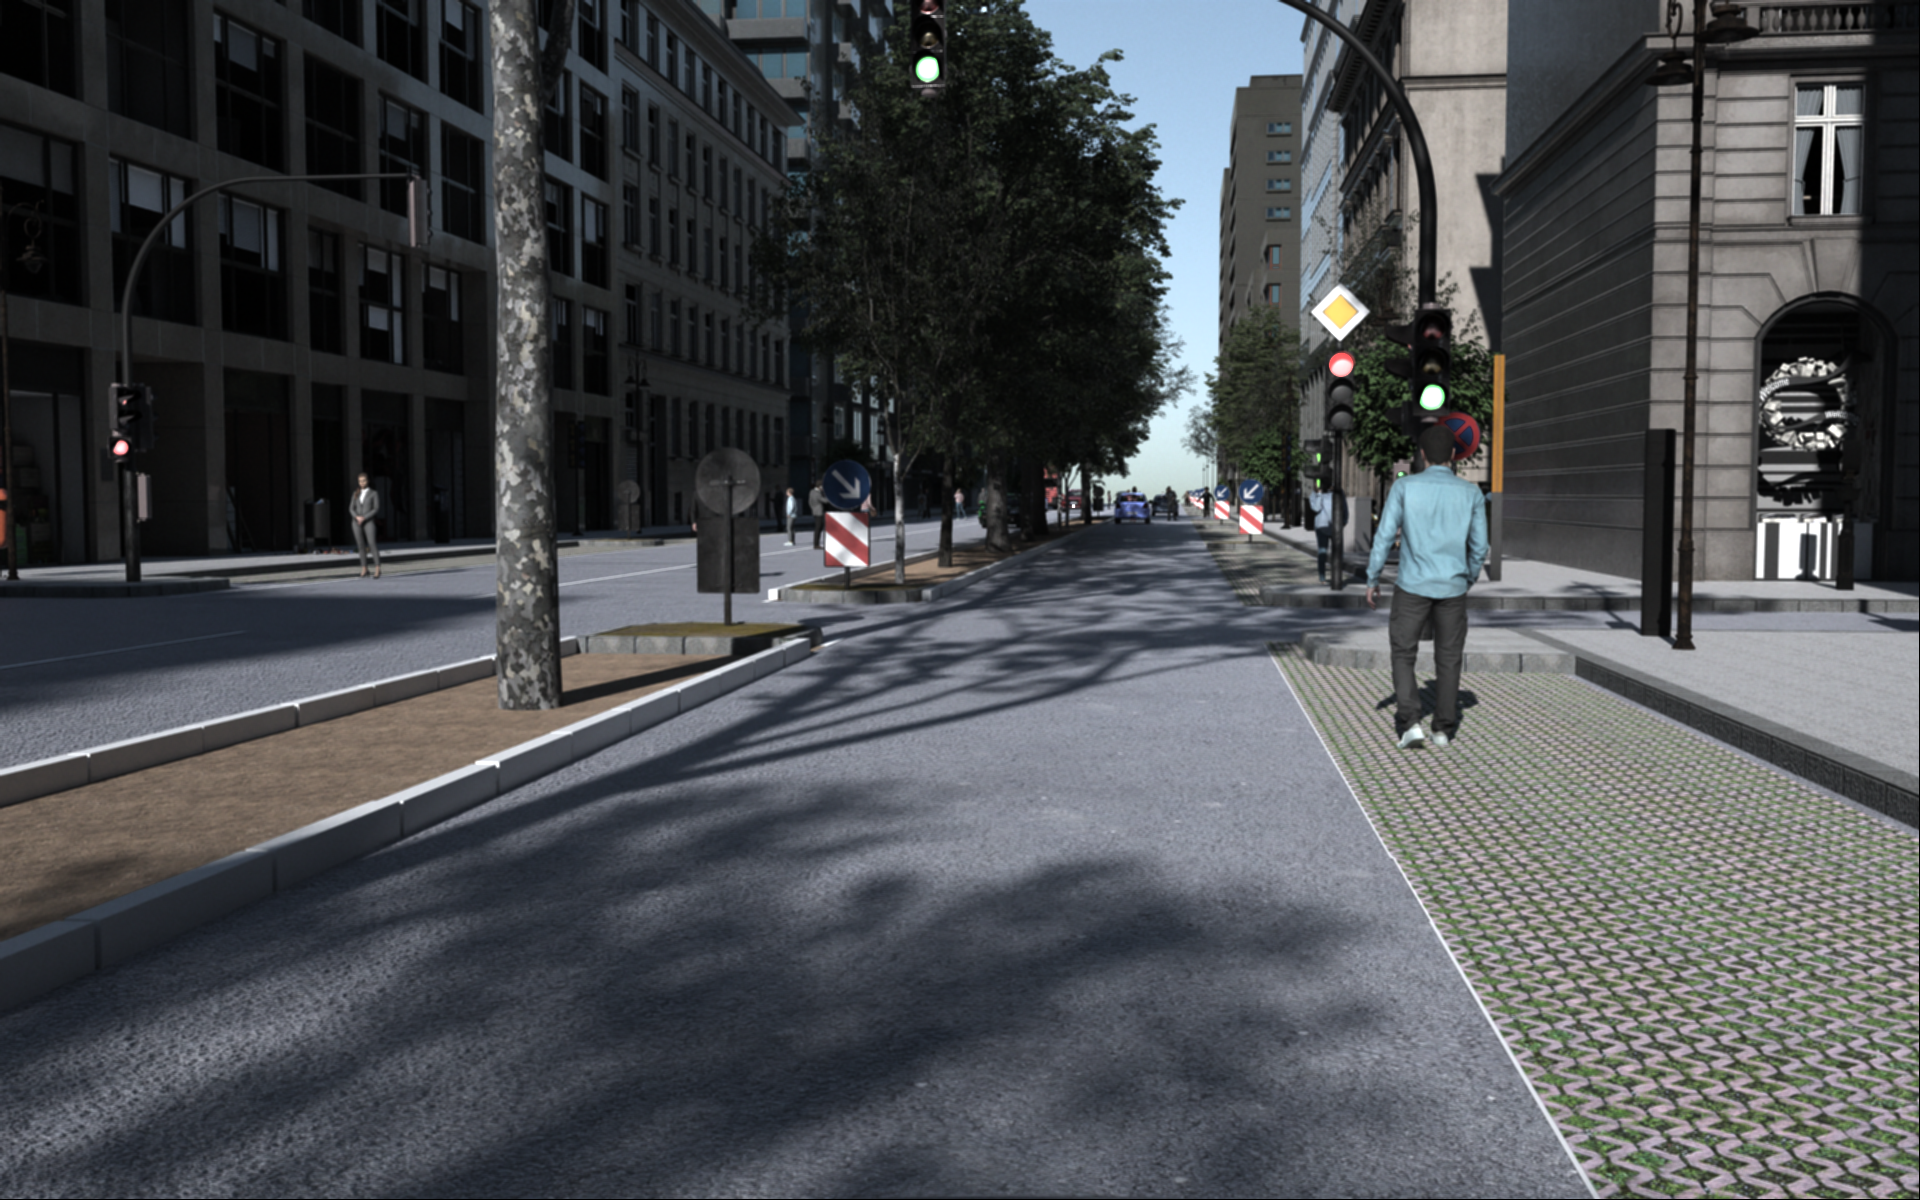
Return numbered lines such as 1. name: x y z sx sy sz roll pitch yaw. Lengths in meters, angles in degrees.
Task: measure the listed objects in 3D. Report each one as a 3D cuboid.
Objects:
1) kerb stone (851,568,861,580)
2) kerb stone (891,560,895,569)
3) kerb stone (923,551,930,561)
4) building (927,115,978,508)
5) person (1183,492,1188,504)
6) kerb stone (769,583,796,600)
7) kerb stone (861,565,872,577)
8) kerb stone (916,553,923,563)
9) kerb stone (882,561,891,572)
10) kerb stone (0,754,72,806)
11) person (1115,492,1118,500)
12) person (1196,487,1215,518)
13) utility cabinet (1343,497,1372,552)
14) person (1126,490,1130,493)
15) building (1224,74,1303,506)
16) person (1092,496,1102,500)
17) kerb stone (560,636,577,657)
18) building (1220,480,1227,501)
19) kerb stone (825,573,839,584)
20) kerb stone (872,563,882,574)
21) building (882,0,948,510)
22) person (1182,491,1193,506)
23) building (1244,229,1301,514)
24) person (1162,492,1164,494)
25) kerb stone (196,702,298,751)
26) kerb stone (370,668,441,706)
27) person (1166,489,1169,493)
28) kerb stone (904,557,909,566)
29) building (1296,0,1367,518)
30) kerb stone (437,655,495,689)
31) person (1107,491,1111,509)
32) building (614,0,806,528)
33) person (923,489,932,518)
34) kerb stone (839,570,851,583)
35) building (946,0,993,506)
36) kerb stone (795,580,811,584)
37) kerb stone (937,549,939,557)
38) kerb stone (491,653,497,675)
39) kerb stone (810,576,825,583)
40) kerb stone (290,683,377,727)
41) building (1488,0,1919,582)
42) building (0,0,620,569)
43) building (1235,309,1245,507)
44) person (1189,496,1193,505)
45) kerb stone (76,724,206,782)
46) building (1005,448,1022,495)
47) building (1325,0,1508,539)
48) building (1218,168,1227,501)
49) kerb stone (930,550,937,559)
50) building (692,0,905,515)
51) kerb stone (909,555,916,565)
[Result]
1. kerb stone: -1.838 -0.410 28.905 0.120 0.150 1.000 0 4 7
2. kerb stone: -1.332 -0.659 32.982 0.120 0.150 1.000 0 4 7
3. kerb stone: -0.820 -0.909 37.064 0.120 0.150 1.000 0 4 7
4. building: -6.052 -29.503 165.968 14.154 41.232 14.086 0 4 7
5. person: 30.641 -13.795 234.598 0.990 1.755 0.434 1 4 20
6. kerb stone: -2.456 -0.094 23.818 0.120 0.150 1.000 0 4 7
7. kerb stone: -1.709 -0.473 29.925 0.120 0.150 1.000 0 4 7
8. kerb stone: -0.948 -0.843 36.040 0.120 0.150 1.000 0 4 7
9. kerb stone: -1.460 -0.597 31.961 0.120 0.150 1.000 0 4 7
10. kerb stone: -4.412 0.866 8.031 0.120 0.150 1.000 0 4 7
11. person: 22.922 -14.869 252.394 1.217 1.735 0.721 0 4 -6
12. person: 14.672 -5.812 103.163 1.348 1.869 0.705 3 5 44
13. utility cabinet: 8.847 -1.678 38.591 0.306 1.237 1.020 2 4 33
14. person: 12.080 -6.984 123.410 0.721 1.743 1.217 -3 5 -42
15. building: 41.634 -35.052 196.806 21.300 48.544 21.600 0 4 7
16. person: 11.772 -8.551 148.442 1.348 1.807 0.705 -3 5 -41
17. kerb stone: -3.528 0.433 15.157 0.120 0.150 1.000 0 4 7
18. building: 49.668 -32.302 220.020 32.217 40.220 23.993 0 4 7
19. kerb stone: -2.076 -0.286 26.873 0.120 0.150 1.000 0 4 7
20. kerb stone: -1.584 -0.534 30.946 0.120 0.150 1.000 0 4 7
21. building: -15.679 -34.046 145.895 28.713 52.752 27.495 0 4 7
22. person: 26.508 -11.819 201.749 1.348 1.823 0.705 1 4 9
23. building: 35.506 -17.181 125.949 27.650 21.520 28.899 0 4 7
24. person: 27.531 -13.772 234.617 0.756 1.711 0.436 0 3 0
25. kerb stone: -4.174 0.744 10.068 0.120 0.150 1.000 0 4 7
26. kerb stone: -3.915 0.618 12.098 0.120 0.150 1.000 0 4 7
27. person: 15.740 -7.541 131.426 1.348 1.869 0.705 3 5 41
28. kerb stone: -1.197 -0.718 34.007 0.120 0.150 1.000 0 4 7
29. building: 22.541 -18.582 81.306 11.434 29.767 29.804 0 4 7
30. kerb stone: -3.792 0.560 13.117 0.120 0.150 1.000 0 4 7
31. person: 14.170 -9.441 163.550 0.721 1.739 1.217 1 4 10
32. building: -17.870 -14.912 77.094 16.112 22.955 30.059 0 4 7
33. person: -1.996 -5.711 102.431 0.434 1.755 0.990 -3 5 -40
34. kerb stone: -1.956 -0.348 27.890 0.120 0.150 1.000 0 4 7
35. building: -6.562 -54.283 200.202 22.319 86.520 31.000 0 4 7
36. kerb stone: -2.335 -0.162 24.838 0.120 0.150 1.000 0 4 7
37. kerb stone: -0.575 -1.033 39.094 0.120 0.150 1.000 0 4 7
38. kerb stone: -3.661 0.495 14.143 0.120 0.150 1.000 0 4 7
39. kerb stone: -2.213 -0.224 25.858 0.120 0.150 1.000 0 4 7
40. kerb stone: -4.036 0.680 11.081 0.120 0.150 1.000 0 4 7
41. building: 22.202 -11.453 29.058 24.055 21.916 13.314 0 4 7
42. building: -23.762 -14.734 45.425 19.350 26.468 34.151 0 4 7
43. building: 39.125 -18.931 154.566 27.650 21.520 28.899 0 4 7
44. person: 27.467 -11.888 206.049 0.799 1.438 0.628 2 4 27
45. kerb stone: -4.291 0.804 9.051 0.120 0.150 1.000 0 4 7
46. building: 1.097 -33.020 223.465 14.154 41.232 14.086 0 4 7
47. building: 18.238 -11.793 57.444 10.561 19.102 19.286 0 4 7
48. building: 47.363 -37.876 242.978 21.300 48.544 21.600 0 4 7
49. kerb stone: -0.693 -0.971 38.078 0.120 0.150 1.000 0 4 7
50. building: -16.760 -30.369 116.139 23.786 49.044 30.456 0 4 7
51. kerb stone: -1.074 -0.784 35.026 0.120 0.150 1.000 0 4 7
